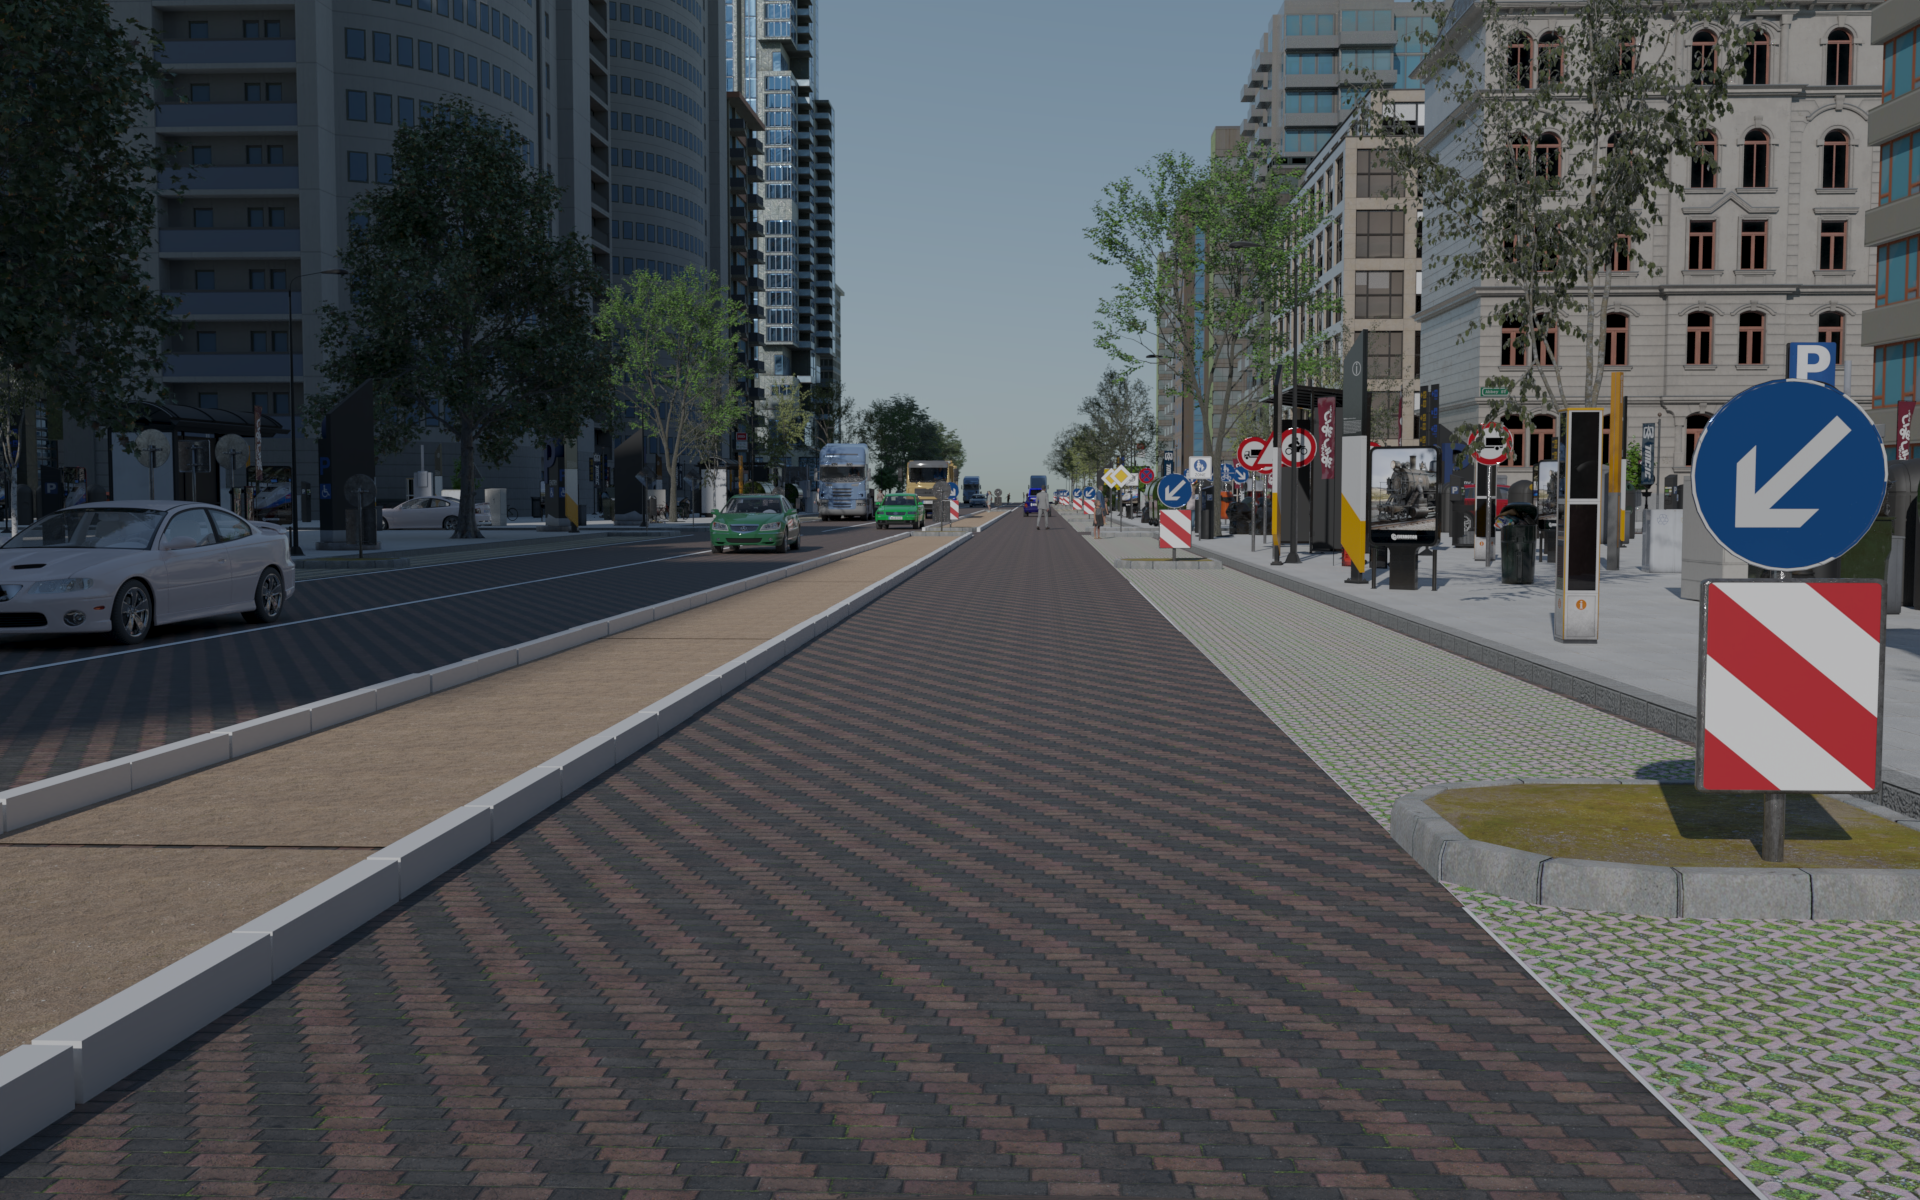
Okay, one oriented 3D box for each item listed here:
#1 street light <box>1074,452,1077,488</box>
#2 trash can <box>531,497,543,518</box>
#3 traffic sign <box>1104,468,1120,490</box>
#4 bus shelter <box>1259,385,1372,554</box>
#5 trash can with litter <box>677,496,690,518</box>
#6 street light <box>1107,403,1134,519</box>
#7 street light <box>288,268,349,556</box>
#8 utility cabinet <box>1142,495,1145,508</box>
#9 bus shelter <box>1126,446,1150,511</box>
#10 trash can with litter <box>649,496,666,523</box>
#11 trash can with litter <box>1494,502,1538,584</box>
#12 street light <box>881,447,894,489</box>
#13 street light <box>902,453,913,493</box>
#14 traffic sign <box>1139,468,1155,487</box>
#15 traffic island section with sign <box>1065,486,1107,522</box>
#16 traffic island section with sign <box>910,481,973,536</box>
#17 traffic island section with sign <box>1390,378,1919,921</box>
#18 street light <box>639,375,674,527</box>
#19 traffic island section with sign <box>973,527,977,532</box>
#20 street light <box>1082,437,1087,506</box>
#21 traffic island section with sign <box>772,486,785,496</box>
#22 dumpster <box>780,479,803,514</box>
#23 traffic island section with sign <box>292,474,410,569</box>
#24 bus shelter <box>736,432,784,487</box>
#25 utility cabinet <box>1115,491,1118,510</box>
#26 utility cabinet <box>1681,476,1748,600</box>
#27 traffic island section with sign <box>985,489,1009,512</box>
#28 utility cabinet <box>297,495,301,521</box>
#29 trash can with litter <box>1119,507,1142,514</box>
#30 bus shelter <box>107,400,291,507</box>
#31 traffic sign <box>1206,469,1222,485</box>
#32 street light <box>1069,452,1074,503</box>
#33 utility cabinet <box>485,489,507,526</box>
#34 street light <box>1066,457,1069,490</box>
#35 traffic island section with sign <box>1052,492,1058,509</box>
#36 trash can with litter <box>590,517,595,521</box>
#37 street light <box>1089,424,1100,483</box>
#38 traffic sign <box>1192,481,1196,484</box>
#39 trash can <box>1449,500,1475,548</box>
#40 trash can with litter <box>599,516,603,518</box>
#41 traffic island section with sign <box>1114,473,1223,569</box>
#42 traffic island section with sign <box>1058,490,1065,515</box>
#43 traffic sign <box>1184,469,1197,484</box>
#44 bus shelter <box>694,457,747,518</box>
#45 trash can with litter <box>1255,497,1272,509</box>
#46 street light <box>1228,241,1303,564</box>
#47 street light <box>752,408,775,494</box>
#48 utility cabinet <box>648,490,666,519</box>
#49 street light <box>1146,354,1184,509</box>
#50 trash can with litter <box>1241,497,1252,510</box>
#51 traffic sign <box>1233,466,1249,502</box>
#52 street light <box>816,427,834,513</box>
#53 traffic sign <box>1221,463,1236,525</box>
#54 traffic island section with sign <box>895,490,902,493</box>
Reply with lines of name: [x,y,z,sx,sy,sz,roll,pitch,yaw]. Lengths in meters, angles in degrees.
street light: [11.844,-11.795,165.389,1.470,5.913,1.316,0,4,3]
trash can: [-22.727,-4.983,93.117,0.748,1.137,0.748,0,3,0]
traffic sign: [12.532,-8.775,137.337,2.265,3.308,0.079,0,4,4]
bus shelter: [8.183,-2.994,40.242,1.731,3.624,6.357,0,4,3]
trash can with litter: [-15.006,-4.987,92.929,1.055,1.170,0.624,0,4,0]
street light: [8.235,-7.104,88.691,1.470,5.913,1.316,0,4,3]
street light: [-13.276,-3.871,35.828,1.470,5.913,1.316,0,4,3]
utility cabinet: [9.221,-4.391,82.955,1.020,1.237,0.306,3,4,39]
bus shelter: [13.243,-9.475,132.556,2.179,5.291,8.768,0,4,3]
trash can with litter: [-13.713,-3.965,75.887,1.678,1.210,2.233,1,4,17]
trash can with litter: [7.969,-0.829,24.946,0.624,1.170,1.055,1,4,12]
street light: [-7.145,-12.058,169.692,1.470,5.913,1.316,0,4,3]
street light: [-5.954,-13.642,195.581,1.470,5.913,1.316,0,4,3]
traffic sign: [9.061,-5.139,84.127,0.768,2.556,0.104,1,4,11]
traffic island section with sign: [6.563,-4.947,89.507,1.989,1.847,2.006,0,4,3]
traffic island section with sign: [-0.670,-3.121,59.158,2.006,1.907,1.989,0,4,3]
traffic island section with sign: [2.777,0.116,6.737,1.989,1.847,2.006,0,4,3]
street light: [-11.827,-5.812,67.566,1.470,5.913,1.316,0,4,3]
traffic island section with sign: [-0.322,-3.573,66.557,2.006,1.907,1.989,0,4,3]
street light: [10.624,-10.294,140.849,1.470,5.913,1.316,0,4,3]
traffic island section with sign: [-9.389,-4.942,89.436,1.989,1.847,2.006,0,4,3]
dumpster: [-11.111,-6.748,112.827,1.502,2.255,1.985,0,4,3]
traffic island section with sign: [-11.924,-1.546,33.913,1.989,1.847,2.006,0,4,3]
bus shelter: [-13.299,-8.393,114.851,2.179,5.291,8.768,0,4,3]
utility cabinet: [12.789,-8.101,141.127,0.318,1.500,1.173,-1,4,-15]
utility cabinet: [8.935,-0.722,20.483,0.318,1.500,1.173,0,4,1]
traffic island section with sign: [3.095,-8.164,141.618,2.006,1.907,1.989,0,4,3]
utility cabinet: [-31.895,-4.405,83.177,0.306,1.237,1.020,-2,4,-31]
trash can with litter: [11.721,-6.291,113.909,2.233,1.210,1.678,3,5,40]
bus shelter: [-17.683,-2.829,40.185,2.014,3.302,5.546,0,4,3]
traffic sign: [10.163,-4.265,69.832,0.768,2.556,0.104,0,4,4]
street light: [13.030,-13.372,191.177,1.470,5.913,1.316,0,4,3]
utility cabinet: [-18.595,-3.711,69.349,0.318,1.500,1.173,-3,5,-44]
street light: [14.114,-14.993,217.668,1.470,5.913,1.316,0,4,3]
traffic island section with sign: [10.074,-9.661,166.583,1.989,1.847,2.006,0,4,3]
trash can with litter: [-18.927,-4.424,83.388,2.233,1.210,1.678,3,5,42]
street light: [9.454,-8.717,115.061,1.470,5.913,1.316,0,4,3]
traffic sign: [12.206,-5.622,92.020,0.768,2.556,0.104,0,4,4]
trash can: [11.971,-1.796,41.019,0.748,1.137,0.748,0,3,0]
trash can with litter: [-19.039,-5.075,94.041,1.678,1.210,2.233,-1,4,-11]
traffic island section with sign: [4.010,-1.531,33.664,1.989,1.847,2.006,0,4,3]
traffic island section with sign: [7.770,-6.594,116.435,1.989,1.847,2.006,0,4,3]
traffic sign: [11.408,-5.258,86.077,0.768,2.556,0.104,0,4,5]
bus shelter: [-13.307,-6.279,96.592,2.014,3.302,5.546,0,4,3]
trash can with litter: [11.860,-3.371,66.499,0.624,1.170,1.055,-1,4,-21]
street light: [5.630,-3.634,31.952,1.470,5.913,1.316,0,4,3]
street light: [-10.634,-7.389,93.354,1.470,5.913,1.316,0,4,3]
utility cabinet: [-15.673,-4.887,88.589,1.173,1.500,0.318,-1,4,-17]
street light: [6.880,-5.211,57.737,1.470,5.913,1.316,0,4,3]
trash can with litter: [12.685,-4.005,76.870,0.624,1.170,1.055,3,5,39]
traffic sign: [12.904,-4.869,79.719,0.768,2.556,0.104,0,4,4]
street light: [-9.404,-9.022,120.043,1.470,5.913,1.316,0,4,3]
traffic sign: [11.033,-4.388,71.852,0.768,2.556,0.104,0,4,6]
traffic island section with sign: [-5.863,-9.666,166.674,1.989,1.847,2.006,0,4,3]
